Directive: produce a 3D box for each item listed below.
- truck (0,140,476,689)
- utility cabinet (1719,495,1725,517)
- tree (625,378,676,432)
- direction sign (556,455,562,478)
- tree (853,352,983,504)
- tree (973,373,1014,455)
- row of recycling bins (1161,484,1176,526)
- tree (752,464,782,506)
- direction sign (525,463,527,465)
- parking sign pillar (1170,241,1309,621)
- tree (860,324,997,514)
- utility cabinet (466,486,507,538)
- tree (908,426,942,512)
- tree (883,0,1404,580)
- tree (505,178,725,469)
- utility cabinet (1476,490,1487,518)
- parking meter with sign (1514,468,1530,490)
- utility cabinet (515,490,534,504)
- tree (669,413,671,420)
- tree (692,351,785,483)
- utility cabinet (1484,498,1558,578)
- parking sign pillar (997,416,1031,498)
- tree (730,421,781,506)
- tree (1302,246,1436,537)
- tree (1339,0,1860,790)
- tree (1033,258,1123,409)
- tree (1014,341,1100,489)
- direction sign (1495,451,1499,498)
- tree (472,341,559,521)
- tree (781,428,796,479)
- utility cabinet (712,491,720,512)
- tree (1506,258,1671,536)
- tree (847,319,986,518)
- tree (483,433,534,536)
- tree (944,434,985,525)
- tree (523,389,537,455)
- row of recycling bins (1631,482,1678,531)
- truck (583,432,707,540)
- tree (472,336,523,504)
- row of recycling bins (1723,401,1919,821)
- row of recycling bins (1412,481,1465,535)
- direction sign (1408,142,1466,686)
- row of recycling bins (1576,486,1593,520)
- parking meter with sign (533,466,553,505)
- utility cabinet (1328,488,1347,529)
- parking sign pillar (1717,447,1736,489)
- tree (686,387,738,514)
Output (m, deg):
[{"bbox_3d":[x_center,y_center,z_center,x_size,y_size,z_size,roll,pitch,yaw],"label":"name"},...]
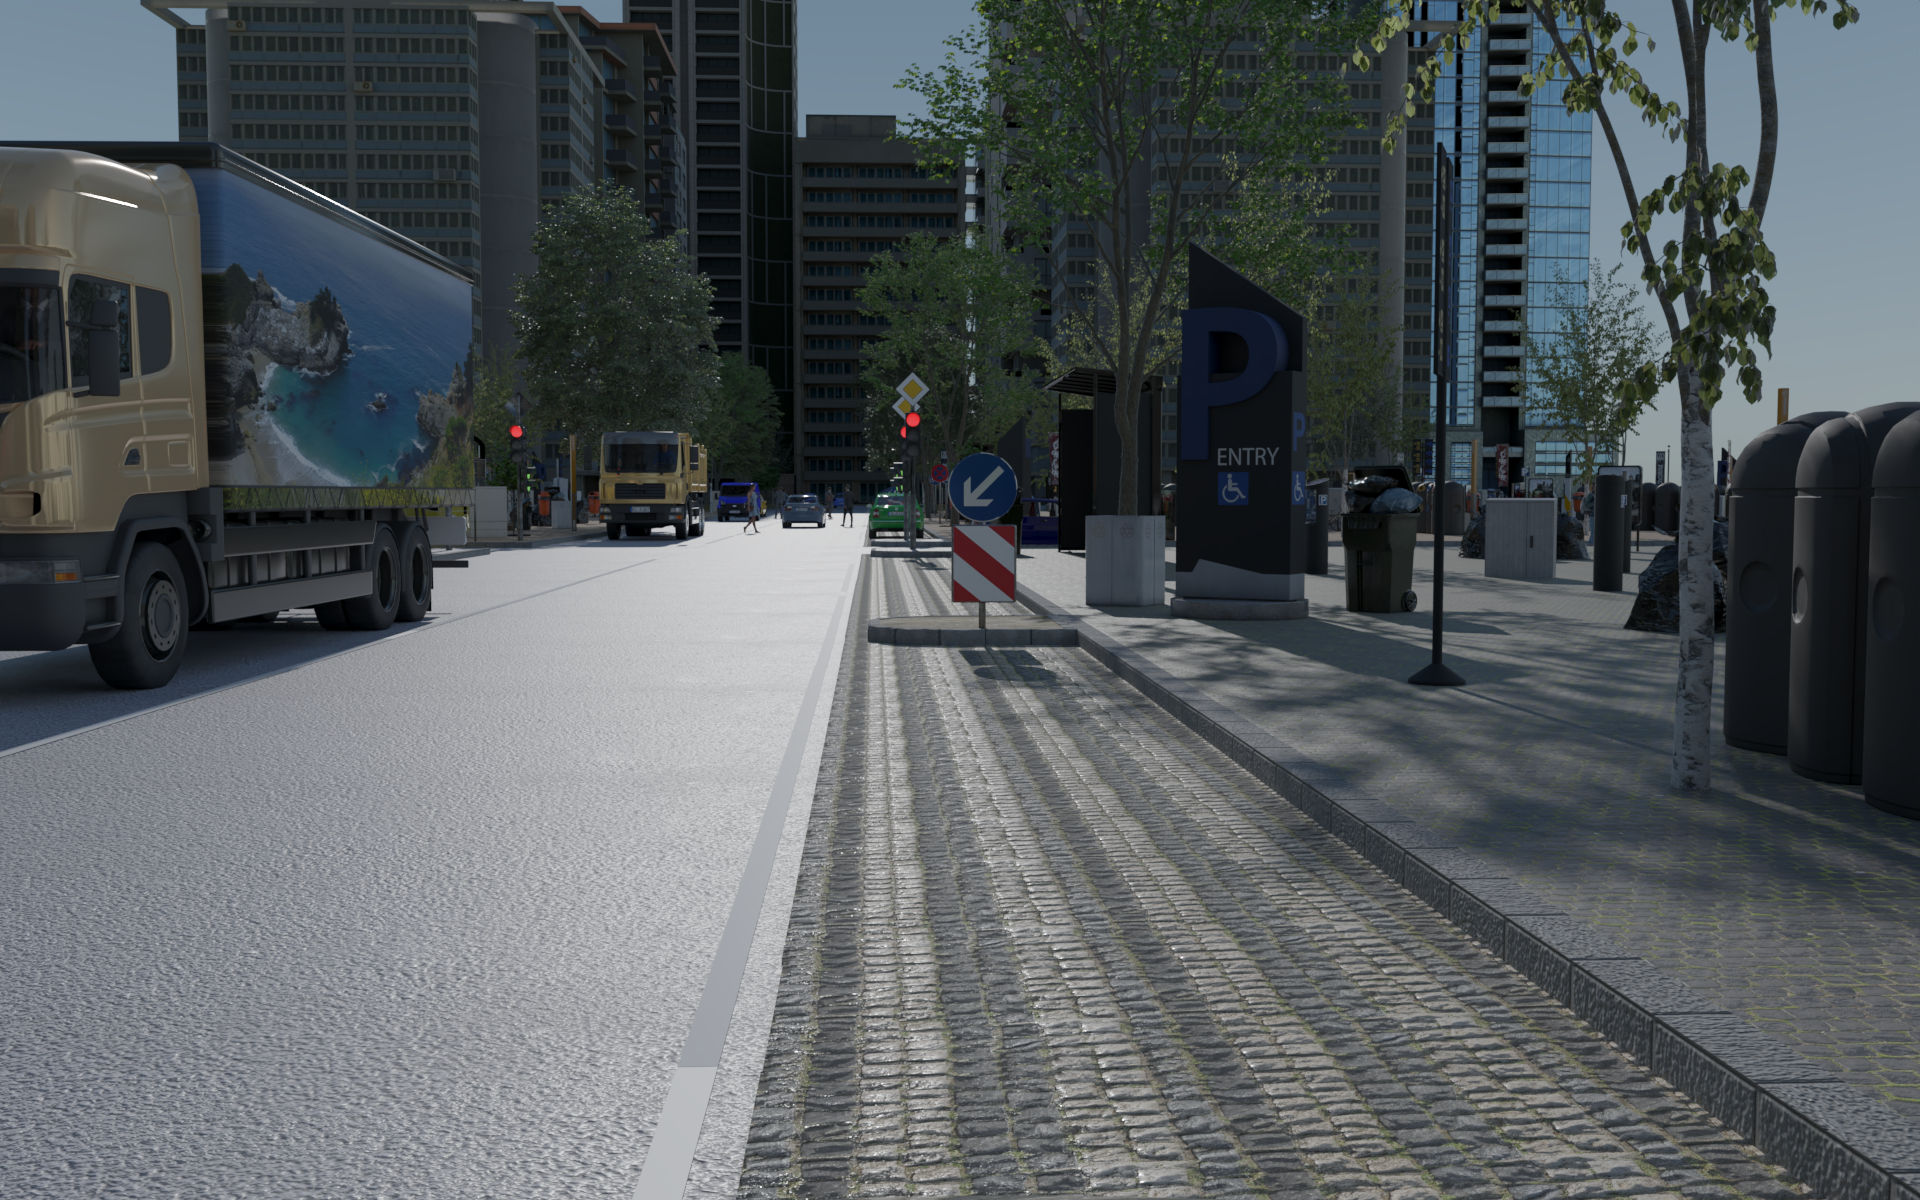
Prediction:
[{"bbox_3d":[-7.138,-1.661,16.073,2.839,4.237,11.283,0,4,-1],"label":"truck"},{"bbox_3d":[33.773,-4.056,77.479,0.306,1.237,1.020,-2,4,-34],"label":"utility cabinet"},{"bbox_3d":[-19.541,-9.616,107.590,4.360,8.622,3.978,0,3,0],"label":"tree"},{"bbox_3d":[-23.505,-6.704,101.605,0.379,3.537,0.876,-3,4,-36],"label":"direction sign"},{"bbox_3d":[-3.410,-13.800,135.994,12.009,13.543,11.850,0,3,0],"label":"tree"},{"bbox_3d":[2.573,-9.271,101.943,4.737,8.622,4.395,0,3,0],"label":"tree"},{"bbox_3d":[8.193,-3.919,71.192,1.069,1.692,3.534,-1,4,-14],"label":"row of recycling bins"},{"bbox_3d":[-18.996,-11.326,168.891,4.285,4.588,4.351,0,3,0],"label":"tree"},{"bbox_3d":[-23.562,-6.172,92.903,0.876,3.537,0.379,2,4,24],"label":"direction sign"},{"bbox_3d":[2.944,-1.815,18.142,1.447,3.967,1.447,2,4,33],"label":"parking sign pillar"},{"bbox_3d":[-2.009,-12.057,114.141,9.611,12.733,9.660,0,3,0],"label":"tree"},{"bbox_3d":[-13.870,-2.570,50.694,1.173,1.500,0.318,-3,5,-42],"label":"utility cabinet"},{"bbox_3d":[-2.591,-10.607,123.791,4.737,8.622,4.395,0,3,0],"label":"tree"},{"bbox_3d":[2.546,-6.104,25.554,9.928,11.665,9.643,0,3,0],"label":"tree"},{"bbox_3d":[-13.752,-10.004,70.226,9.857,13.997,8.962,0,3,0],"label":"tree"},{"bbox_3d":[26.570,-4.870,88.309,0.318,1.500,1.173,0,4,-1],"label":"utility cabinet"},{"bbox_3d":[36.919,-7.223,114.355,0.543,3.016,1.738,3,5,45],"label":"parking meter with sign"},{"bbox_3d":[-23.035,-5.075,91.648,1.173,1.500,0.318,3,4,38],"label":"utility cabinet"},{"bbox_3d":[-17.191,-12.062,122.971,9.928,11.665,9.643,0,3,0],"label":"tree"},{"bbox_3d":[-17.717,-13.412,137.415,7.486,12.596,7.792,0,3,0],"label":"tree"},{"bbox_3d":[8.638,-0.950,26.689,1.020,1.237,0.306,2,4,29],"label":"utility cabinet"},{"bbox_3d":[1.882,-4.399,60.396,1.447,3.967,1.447,-3,5,-41],"label":"parking sign pillar"},{"bbox_3d":[-18.960,-12.524,155.122,4.360,8.622,3.978,0,3,0],"label":"tree"},{"bbox_3d":[11.280,-6.187,51.519,4.737,8.622,4.395,0,3,0],"label":"tree"},{"bbox_3d":[2.960,-3.483,7.317,4.360,8.622,3.978,0,3,0],"label":"tree"},{"bbox_3d":[4.649,-6.225,52.149,4.360,8.622,3.978,0,3,0],"label":"tree"},{"bbox_3d":[5.022,-8.156,83.705,4.737,8.622,4.395,0,3,0],"label":"tree"},{"bbox_3d":[28.493,-6.098,91.701,0.379,3.537,0.876,0,4,-3],"label":"direction sign"},{"bbox_3d":[-21.491,-8.101,82.821,4.737,8.622,4.395,0,3,0],"label":"tree"},{"bbox_3d":[-19.527,-14.215,182.772,4.360,8.622,3.978,0,3,0],"label":"tree"},{"bbox_3d":[-16.780,-6.818,120.151,0.318,1.500,1.173,3,4,37],"label":"utility cabinet"},{"bbox_3d":[19.131,-6.297,53.318,4.737,8.622,4.395,0,3,0],"label":"tree"},{"bbox_3d":[-2.002,-9.658,92.316,7.601,10.594,8.767,1,4,20],"label":"tree"},{"bbox_3d":[-13.665,-3.574,53.033,1.663,3.219,1.824,0,3,0],"label":"tree"},{"bbox_3d":[0.442,-3.743,55.797,1.663,3.219,1.824,0,3,0],"label":"tree"},{"bbox_3d":[-29.850,-10.064,114.914,4.360,8.622,3.978,0,3,0],"label":"tree"},{"bbox_3d":[24.391,-3.257,60.372,1.069,1.692,3.534,-2,4,-30],"label":"row of recycling bins"},{"bbox_3d":[-9.907,-3.691,56.279,3.469,3.379,9.791,0,4,-3],"label":"truck"},{"bbox_3d":[-22.511,-7.765,77.317,4.360,8.622,3.978,0,3,0],"label":"tree"},{"bbox_3d":[4.231,-0.015,7.351,1.069,1.692,3.534,0,4,3],"label":"row of recycling bins"},{"bbox_3d":[15.381,-2.952,55.380,1.069,1.692,3.534,0,4,2],"label":"row of recycling bins"},{"bbox_3d":[3.233,-1.201,11.640,0.379,3.537,0.876,1,4,21],"label":"direction sign"},{"bbox_3d":[30.944,-4.687,83.737,1.069,1.692,3.534,-1,4,-11],"label":"row of recycling bins"},{"bbox_3d":[-25.342,-6.731,106.311,1.738,3.016,0.543,0,4,2],"label":"parking meter with sign"},{"bbox_3d":[13.486,-3.291,62.493,1.173,1.500,0.318,2,4,30],"label":"utility cabinet"},{"bbox_3d":[44.073,-6.788,99.460,1.447,3.967,1.447,-1,4,-16],"label":"parking sign pillar"},{"bbox_3d":[-16.656,-10.009,114.002,4.737,8.622,4.395,0,3,0],"label":"tree"}]
